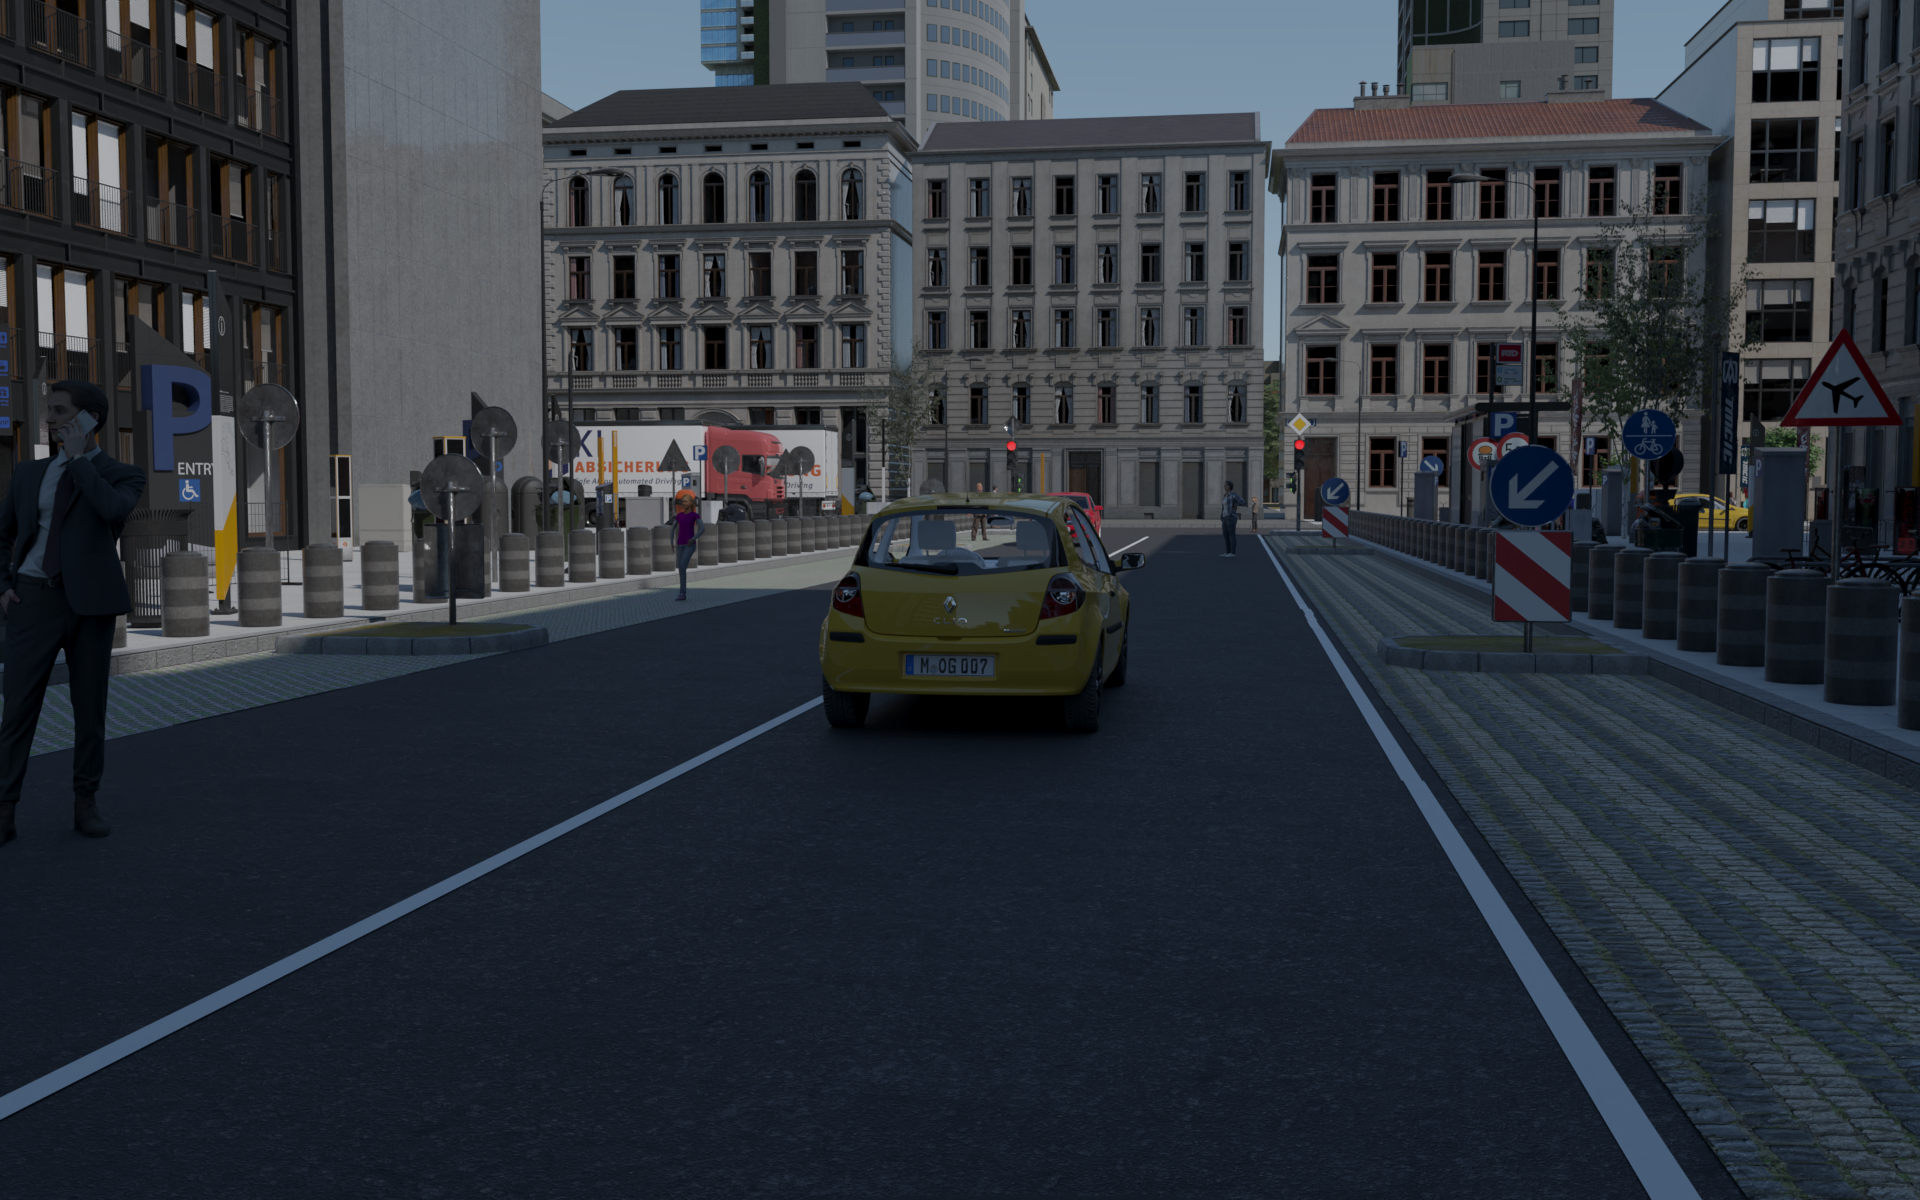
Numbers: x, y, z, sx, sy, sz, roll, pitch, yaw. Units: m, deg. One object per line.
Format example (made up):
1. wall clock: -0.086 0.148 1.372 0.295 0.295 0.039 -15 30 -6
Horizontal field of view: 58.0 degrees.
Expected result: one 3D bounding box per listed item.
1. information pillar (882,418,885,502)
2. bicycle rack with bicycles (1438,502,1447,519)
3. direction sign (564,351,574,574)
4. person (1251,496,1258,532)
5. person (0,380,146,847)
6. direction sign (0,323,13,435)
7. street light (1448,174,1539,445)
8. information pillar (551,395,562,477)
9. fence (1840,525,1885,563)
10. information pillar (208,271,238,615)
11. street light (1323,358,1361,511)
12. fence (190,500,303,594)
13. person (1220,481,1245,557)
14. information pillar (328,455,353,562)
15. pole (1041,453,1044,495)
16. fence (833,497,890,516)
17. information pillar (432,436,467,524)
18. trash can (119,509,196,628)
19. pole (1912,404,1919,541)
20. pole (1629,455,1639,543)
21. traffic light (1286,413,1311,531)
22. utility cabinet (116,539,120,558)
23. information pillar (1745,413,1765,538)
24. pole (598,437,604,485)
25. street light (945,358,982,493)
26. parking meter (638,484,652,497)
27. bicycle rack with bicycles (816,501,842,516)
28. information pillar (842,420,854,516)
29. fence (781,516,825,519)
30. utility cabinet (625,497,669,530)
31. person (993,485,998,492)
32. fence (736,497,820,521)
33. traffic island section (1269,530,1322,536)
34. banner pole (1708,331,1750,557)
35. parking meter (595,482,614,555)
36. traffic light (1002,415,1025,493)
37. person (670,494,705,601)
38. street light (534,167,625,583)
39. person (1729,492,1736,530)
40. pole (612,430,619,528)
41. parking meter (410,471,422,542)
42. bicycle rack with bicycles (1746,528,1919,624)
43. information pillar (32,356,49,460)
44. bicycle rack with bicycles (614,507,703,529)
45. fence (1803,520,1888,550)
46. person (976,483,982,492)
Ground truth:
1. information pillar: -2.379 -3.825 53.889 0.183 3.616 0.504 0 4 -2
2. bicycle rack with bicycles: 21.961 -3.824 75.898 2.925 0.926 2.852 -1 4 -21
3. direction sign: -6.263 -2.197 27.915 0.379 3.537 0.876 -1 4 -15
4. person: 11.000 -3.206 64.832 0.340 1.345 0.435 0 4 3
5. person: -3.730 0.041 7.192 0.648 1.900 0.474 -1 4 -18
6. direction sign: -13.015 -1.890 22.903 0.876 3.537 0.379 -1 4 -23
7. street light: 7.781 -3.222 25.227 1.470 5.913 1.316 1 4 9
8. information pillar: -9.563 -3.044 41.116 0.183 3.616 0.504 0 4 8
9. fence: 16.413 -0.999 31.708 0.278 0.683 2.069 1 4 12
10. information pillar: -7.860 -1.659 18.476 0.183 3.616 0.504 0 4 -5
11. street light: 13.099 -5.303 59.237 1.470 5.913 1.316 1 4 9
12. fence: -9.670 -0.742 23.328 0.480 1.192 2.264 1 4 12
13. person: 6.128 -1.837 39.256 0.376 1.734 0.841 -1 4 -13
14. information pillar: -11.697 -1.727 32.721 0.304 2.012 0.304 3 5 44
15. pole: 4.102 -5.647 86.169 0.158 3.312 0.155 0 3 0
16. fence: -3.248 -2.792 56.859 2.264 1.192 0.480 2 4 25
17. information pillar: -6.533 -1.084 22.208 0.304 2.012 0.304 3 5 44
18. trash can: -7.770 -0.309 16.712 0.748 1.137 0.748 0 3 0
19. pole: 21.686 -2.775 39.221 0.158 3.312 0.155 0 3 0
20. pole: 17.527 -3.128 44.987 0.158 3.312 0.155 0 3 0
21. traffic light: 11.724 -4.347 59.992 0.839 4.253 0.868 1 4 9
22. utility cabinet: -14.977 -1.171 30.310 0.306 1.237 1.020 0 4 -8
23. information pillar: 23.172 -3.612 50.417 0.504 3.616 0.183 -1 4 -17
24. pole: -12.917 -4.192 62.378 0.158 3.312 0.155 0 3 0
25. street light: 0.064 -5.302 59.229 1.470 5.913 1.316 1 4 9
26. parking meter: -8.160 -2.232 44.897 0.372 1.533 0.369 0 3 0
27. bicycle rack with bicycles: -6.277 -4.422 85.688 2.852 0.926 2.925 2 4 29
28. information pillar: -3.528 -3.876 54.732 0.504 3.616 0.183 3 5 39
29. fence: -3.885 -1.920 46.769 2.069 0.683 0.278 -2 4 -24
30. utility cabinet: -7.452 -1.843 41.295 1.020 1.237 0.306 1 4 20
31. person: 1.530 -3.918 72.740 0.466 1.800 0.511 -3 5 -41
32. fence: -4.586 -1.904 42.337 2.264 1.192 0.480 2 4 26
33. traffic island section: 11.762 -2.313 60.100 2.009 0.180 2.903 1 4 9
34. banner pole: 11.782 -2.248 26.778 0.863 3.779 0.401 -2 4 -33
35. parking meter: -7.482 -1.716 36.471 0.372 1.533 0.369 0 3 0
36. traffic light: 1.882 -4.441 61.523 0.839 4.253 0.868 1 4 9
37. person: -3.684 -0.685 22.938 0.726 1.435 0.776 1 4 18
38. street light: -5.454 -3.200 24.863 1.470 5.913 1.316 1 4 9
39. person: 29.993 -3.454 67.434 0.387 1.526 0.523 0 4 6
40. pole: -11.073 -3.778 55.616 0.158 3.312 0.155 0 3 0
41. parking meter: -13.666 -2.318 43.615 0.255 1.863 0.399 0 4 -2
42. bicycle rack with bicycles: 9.211 -0.251 17.481 2.925 0.926 2.852 1 4 17
43. information pillar: -15.543 -2.323 29.343 0.183 3.616 0.504 -1 4 -11
44. bicycle rack with bicycles: -8.488 -2.199 49.340 2.925 0.926 2.852 2 4 23
45. fence: 20.525 -1.535 40.475 2.069 0.683 0.278 1 4 21
46. person: 0.637 -2.674 52.775 0.990 1.755 0.434 -2 4 -28
